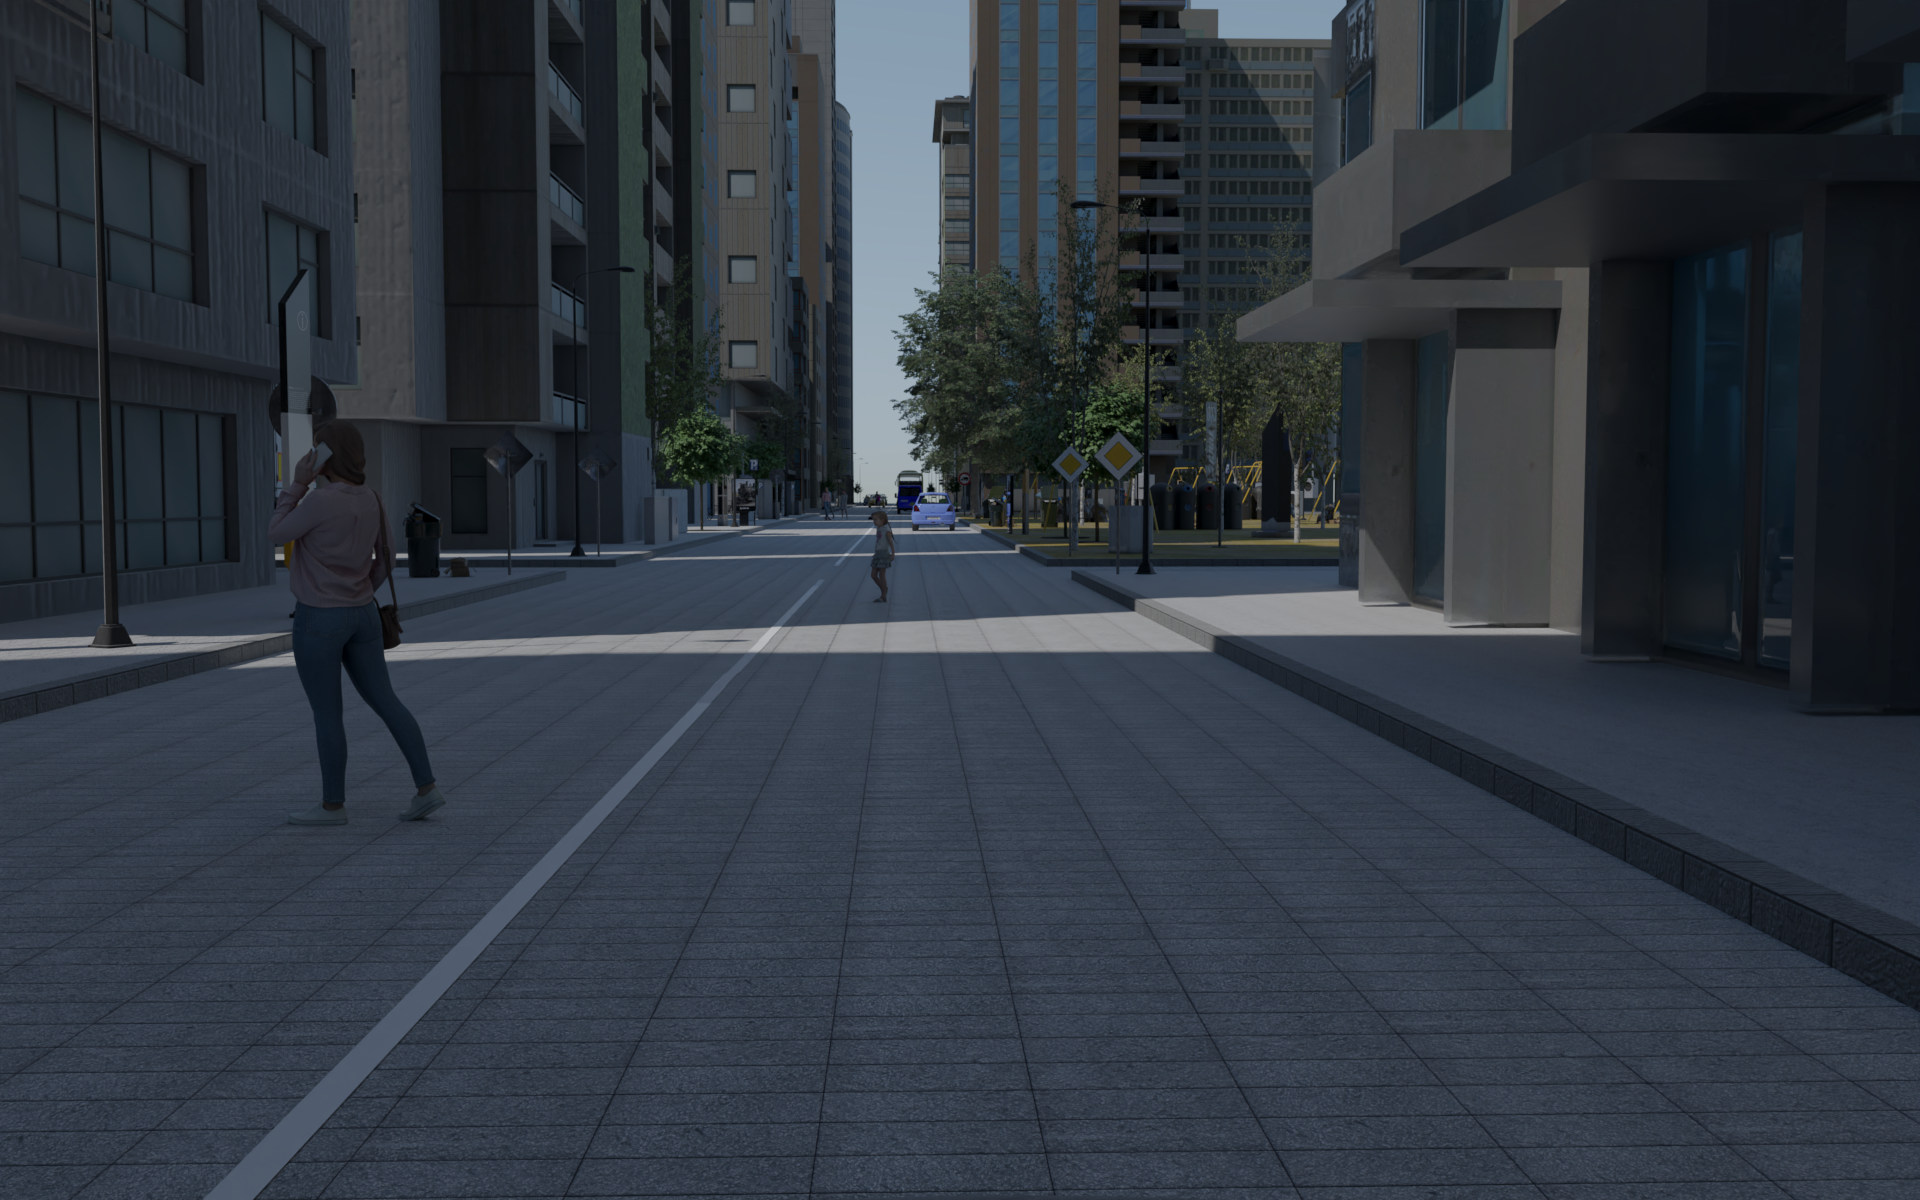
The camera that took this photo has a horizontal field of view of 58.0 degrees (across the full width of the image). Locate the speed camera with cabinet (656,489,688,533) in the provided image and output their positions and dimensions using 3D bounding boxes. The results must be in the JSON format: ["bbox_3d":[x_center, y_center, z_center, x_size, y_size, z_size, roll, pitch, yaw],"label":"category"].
[{"bbox_3d":[-9.862,-3.792,56.333,2.038,3.252,0.660,-3,5,-45],"label":"speed camera with cabinet"}]

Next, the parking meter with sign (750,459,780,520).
[{"bbox_3d":[-9.824,-5.583,87.539,0.543,3.016,1.738,2,4,35],"label":"parking meter with sign"}]

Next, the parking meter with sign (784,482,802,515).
[{"bbox_3d":[-10.452,-6.674,105.382,1.738,3.016,0.543,2,4,26],"label":"parking meter with sign"}]

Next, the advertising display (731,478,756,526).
[{"bbox_3d":[-8.664,-3.927,69.416,0.974,1.923,0.123,-1,4,-13],"label":"advertising display"}]

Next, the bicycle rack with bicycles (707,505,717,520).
[{"bbox_3d":[-13.714,-4.359,84.652,2.852,0.926,2.925,-2,4,-33],"label":"bicycle rack with bicycles"}]

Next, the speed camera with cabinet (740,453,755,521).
[{"bbox_3d":[-10.149,-5.408,82.751,0.660,3.252,2.038,-1,4,-10],"label":"speed camera with cabinet"}]

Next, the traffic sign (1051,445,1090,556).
[{"bbox_3d":[2.264,-1.955,35.603,0.795,2.450,0.064,0,4,-2],"label":"traffic sign"}]

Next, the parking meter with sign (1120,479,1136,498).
[{"bbox_3d":[9.753,-6.320,99.588,0.543,3.016,1.738,-2,4,-34],"label":"parking meter with sign"}]

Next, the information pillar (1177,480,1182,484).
[{"bbox_3d":[11.687,-5.345,91.877,0.304,2.012,0.304,0,4,5],"label":"information pillar"}]

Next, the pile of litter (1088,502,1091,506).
[{"bbox_3d":[6.693,-4.934,94.640,1.176,0.858,1.719,0,4,0],"label":"pile of litter"}]

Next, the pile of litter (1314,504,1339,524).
[{"bbox_3d":[16.151,-3.730,74.951,1.719,0.858,1.176,0,4,-1],"label":"pile of litter"}]

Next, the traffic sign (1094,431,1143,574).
[{"bbox_3d":[2.519,-1.467,27.622,0.795,2.450,0.064,0,4,-2],"label":"traffic sign"}]

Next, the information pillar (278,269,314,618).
[{"bbox_3d":[-6.833,-1.622,17.872,0.183,3.616,0.504,1,4,8],"label":"information pillar"}]

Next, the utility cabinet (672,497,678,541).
[{"bbox_3d":[-7.974,-2.234,47.692,0.306,1.237,1.020,0,4,0],"label":"utility cabinet"}]

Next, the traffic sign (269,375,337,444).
[{"bbox_3d":[-6.945,-1.113,18.303,0.768,2.556,0.104,0,4,8],"label":"traffic sign"}]

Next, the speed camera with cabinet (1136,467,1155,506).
[{"bbox_3d":[8.862,-5.076,77.325,2.038,3.252,0.660,3,4,37],"label":"speed camera with cabinet"}]

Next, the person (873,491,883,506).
[{"bbox_3d":[-8.192,-9.971,172.312,1.217,1.735,0.721,2,4,34],"label":"person"}]

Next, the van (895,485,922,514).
[{"bbox_3d":[-3.620,-7.387,125.156,2.240,2.365,5.245,0,4,-2],"label":"van"}]

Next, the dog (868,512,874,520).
[{"bbox_3d":[-4.876,-4.667,96.497,0.550,0.427,0.748,0,4,7],"label":"dog"}]

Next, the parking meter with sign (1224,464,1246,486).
[{"bbox_3d":[16.144,-6.344,99.988,1.738,3.016,0.543,2,4,32],"label":"parking meter with sign"}]

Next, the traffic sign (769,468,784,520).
[{"bbox_3d":[-9.092,-5.247,85.888,0.768,2.556,0.104,0,4,4],"label":"traffic sign"}]

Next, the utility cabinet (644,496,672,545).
[{"bbox_3d":[-7.795,-2.036,44.447,0.306,1.237,1.020,1,4,11],"label":"utility cabinet"}]

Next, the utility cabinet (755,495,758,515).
[{"bbox_3d":[-13.050,-5.902,107.656,1.020,1.237,0.306,-2,4,-31],"label":"utility cabinet"}]

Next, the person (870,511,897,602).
[{"bbox_3d":[-0.969,-0.576,22.938,0.382,1.210,0.505,-2,4,-35],"label":"person"}]

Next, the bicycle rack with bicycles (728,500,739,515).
[{"bbox_3d":[-14.032,-5.532,103.836,2.925,0.926,2.852,-3,5,-45],"label":"bicycle rack with bicycles"}]

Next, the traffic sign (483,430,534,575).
[{"bbox_3d":[-7.121,-1.449,27.335,0.795,2.450,0.064,0,4,-2],"label":"traffic sign"}]

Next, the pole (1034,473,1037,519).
[{"bbox_3d":[3.891,-5.822,89.025,0.158,3.312,0.155,0,3,0],"label":"pole"}]

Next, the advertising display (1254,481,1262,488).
[{"bbox_3d":[15.465,-5.087,88.378,0.974,1.923,0.123,-1,4,-8],"label":"advertising display"}]

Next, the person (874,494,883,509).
[{"bbox_3d":[-7.519,-9.123,160.891,0.991,1.433,0.599,-1,4,-18],"label":"person"}]

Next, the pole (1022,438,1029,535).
[{"bbox_3d":[2.075,-3.725,54.747,0.158,3.312,0.155,0,3,0],"label":"pole"}]

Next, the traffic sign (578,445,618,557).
[{"bbox_3d":[-7.376,-1.937,35.316,0.795,2.450,0.064,0,4,-2],"label":"traffic sign"}]

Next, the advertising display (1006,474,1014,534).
[{"bbox_3d":[1.616,-3.102,55.932,0.123,1.923,0.974,0,4,-5],"label":"advertising display"}]

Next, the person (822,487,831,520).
[{"bbox_3d":[-7.266,-5.245,94.261,0.555,1.821,0.388,-3,4,-37],"label":"person"}]

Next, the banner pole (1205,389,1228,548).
[{"bbox_3d":[6.084,-3.139,41.345,0.401,3.779,0.863,3,5,43],"label":"banner pole"}]

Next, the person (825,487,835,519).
[{"bbox_3d":[-7.702,-5.691,101.403,0.748,1.841,0.638,3,5,43],"label":"person"}]

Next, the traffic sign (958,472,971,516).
[{"bbox_3d":[0.271,-6.177,101.100,0.768,2.556,0.104,0,4,-1],"label":"traffic sign"}]

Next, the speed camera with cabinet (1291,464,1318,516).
[{"bbox_3d":[20.062,-6.576,101.852,0.660,3.252,2.038,-3,5,-42],"label":"speed camera with cabinet"}]

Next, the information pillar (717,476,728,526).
[{"bbox_3d":[-9.540,-3.980,69.566,0.304,2.012,0.304,2,4,30],"label":"information pillar"}]

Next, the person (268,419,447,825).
[{"bbox_3d":[-2.590,0.098,7.491,0.643,1.750,0.593,1,4,21],"label":"person"}]

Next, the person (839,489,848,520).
[{"bbox_3d":[-6.507,-5.374,97.119,0.466,1.731,0.760,1,4,12],"label":"person"}]
